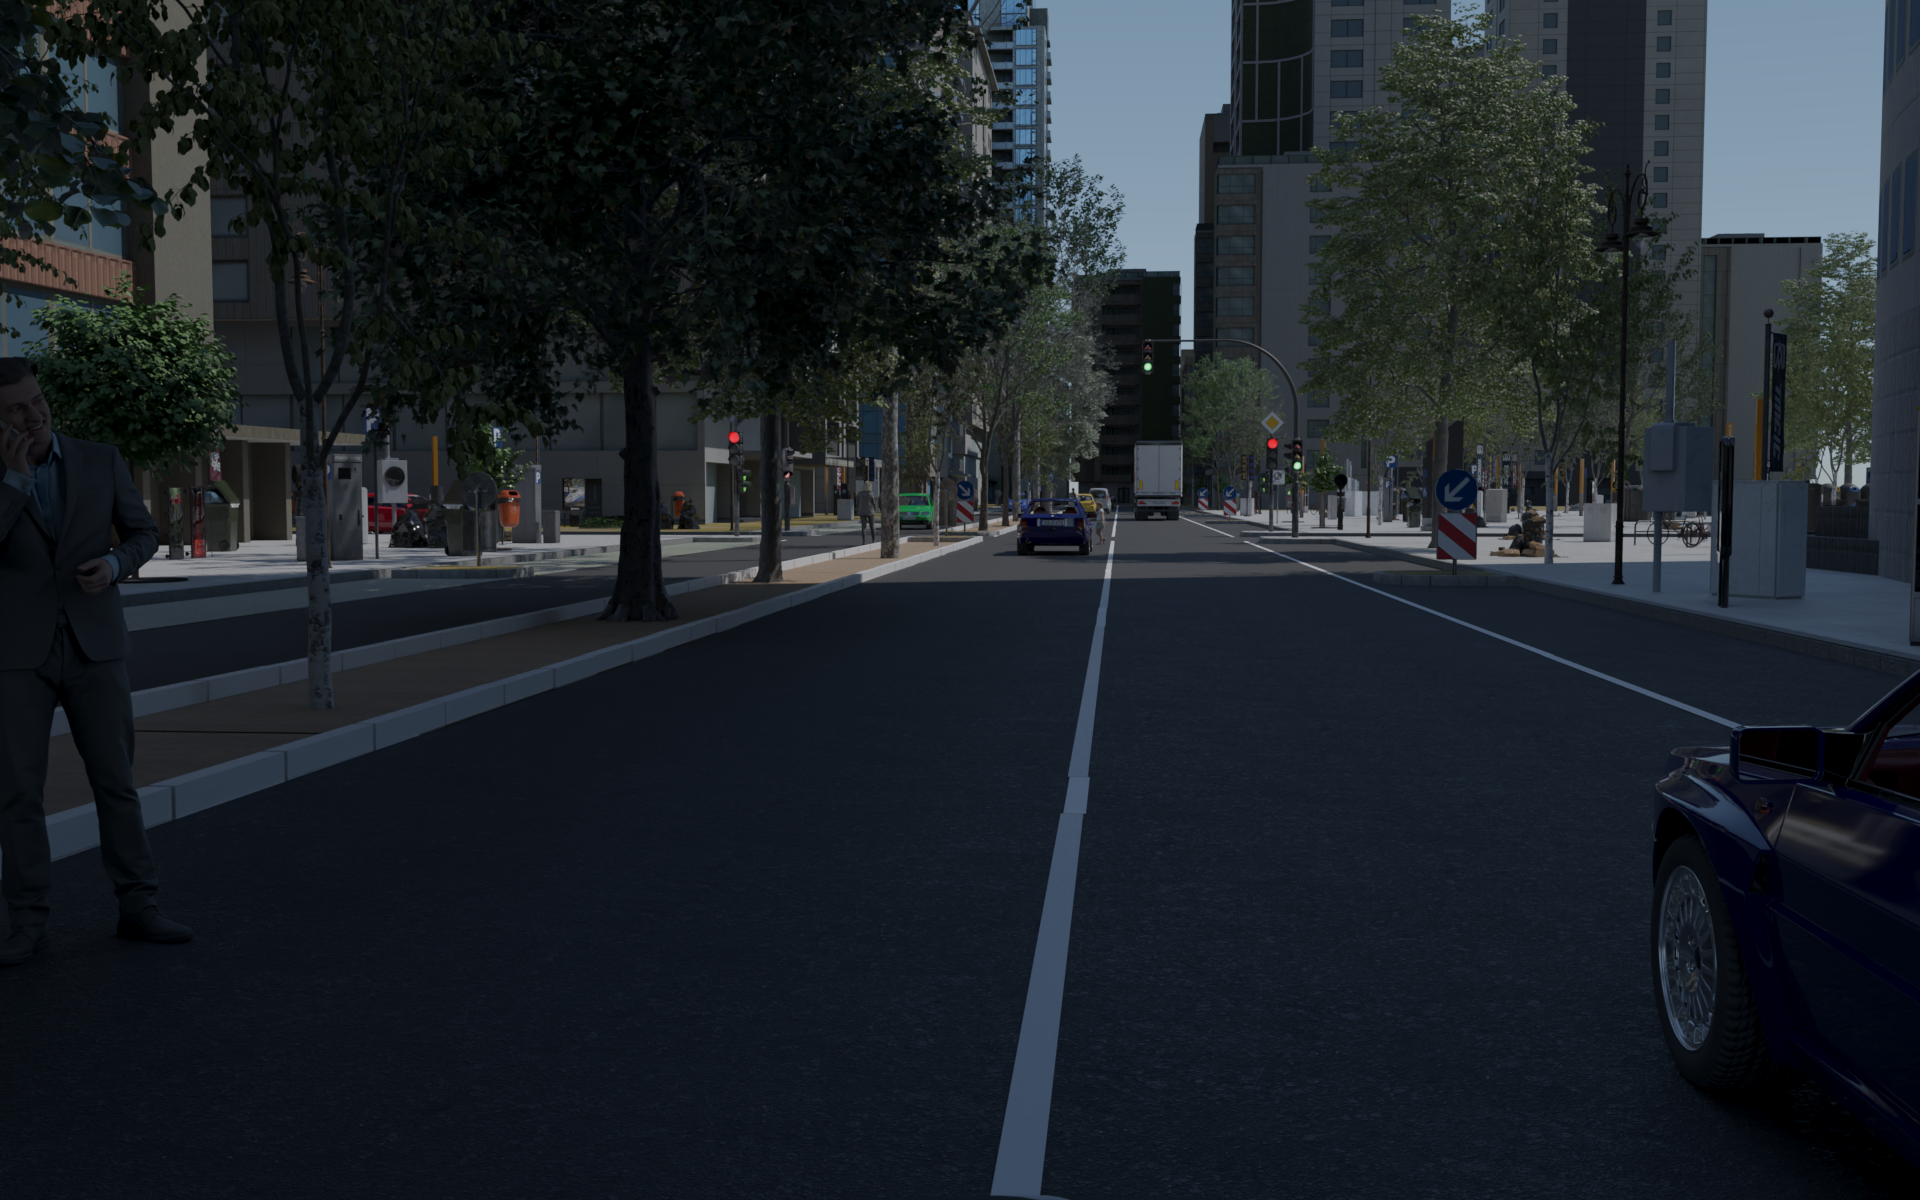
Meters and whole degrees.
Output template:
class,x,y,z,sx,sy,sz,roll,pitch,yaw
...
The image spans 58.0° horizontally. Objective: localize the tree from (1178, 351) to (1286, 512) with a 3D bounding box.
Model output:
class,x,y,z,sx,sy,sz,roll,pitch,yaw
tree,19.577,-12.176,124.839,9.928,11.665,9.643,0,3,0

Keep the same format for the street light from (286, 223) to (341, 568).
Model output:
class,x,y,z,sx,sy,sz,roll,pitch,yaw
street light,-10.934,-3.484,29.744,0.468,5.910,1.993,0,4,5

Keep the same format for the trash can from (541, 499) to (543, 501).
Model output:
class,x,y,z,sx,sy,sz,roll,pitch,yaw
trash can,-12.220,-2.300,49.254,0.748,1.137,0.748,0,3,0

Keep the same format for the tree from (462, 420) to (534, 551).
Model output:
class,x,y,z,sx,sy,sz,roll,pitch,yaw
tree,-10.698,-2.724,39.141,1.663,3.219,1.824,0,3,0

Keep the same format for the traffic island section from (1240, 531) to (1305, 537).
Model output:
class,x,y,z,sx,sy,sz,roll,pitch,yaw
traffic island section,10.585,-2.235,58.824,2.009,0.180,2.903,0,4,5

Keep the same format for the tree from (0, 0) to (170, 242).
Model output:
class,x,y,z,sx,sy,sz,roll,pitch,yaw
tree,-4.859,-5.773,3.495,9.857,13.997,8.962,0,3,0

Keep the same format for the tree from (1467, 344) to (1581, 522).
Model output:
class,x,y,z,sx,sy,sz,roll,pitch,yaw
tree,26.035,-7.923,79.906,4.360,8.622,3.978,0,3,0

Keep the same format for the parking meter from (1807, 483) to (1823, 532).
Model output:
class,x,y,z,sx,sy,sz,roll,pitch,yaw
parking meter,19.570,-1.915,39.722,0.372,1.533,0.369,0,3,0

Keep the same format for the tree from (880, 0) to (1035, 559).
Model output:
class,x,y,z,sx,sy,sz,roll,pitch,yaw
tree,-2.682,-11.032,38.726,12.611,20.169,13.585,0,3,0

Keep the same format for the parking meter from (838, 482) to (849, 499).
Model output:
class,x,y,z,sx,sy,sz,roll,pitch,yaw
parking meter,-5.703,-4.907,85.939,0.399,1.863,0.255,0,4,8

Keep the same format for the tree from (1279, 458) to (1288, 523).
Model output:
class,x,y,z,sx,sy,sz,roll,pitch,yaw
tree,15.189,-5.114,78.212,1.663,3.219,1.824,0,3,0

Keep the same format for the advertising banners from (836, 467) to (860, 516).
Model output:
class,x,y,z,sx,sy,sz,roll,pitch,yaw
advertising banners,-6.429,-6.324,99.588,0.090,3.025,2.074,3,5,41

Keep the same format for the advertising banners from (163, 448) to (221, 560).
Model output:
class,x,y,z,sx,sy,sz,roll,pitch,yaw
advertising banners,-15.216,-2.342,34.483,0.090,3.025,2.074,0,4,8

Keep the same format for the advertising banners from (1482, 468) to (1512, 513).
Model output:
class,x,y,z,sx,sy,sz,roll,pitch,yaw
advertising banners,35.517,-7.255,114.805,2.074,3.025,0.090,0,4,1

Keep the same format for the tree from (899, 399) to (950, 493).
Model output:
class,x,y,z,sx,sy,sz,roll,pitch,yaw
tree,-2.797,-10.860,127.931,4.737,8.622,4.395,0,3,0

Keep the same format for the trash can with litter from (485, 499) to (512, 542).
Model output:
class,x,y,z,sx,sy,sz,roll,pitch,yaw
trash can with litter,-12.368,-2.154,46.606,0.624,1.170,1.055,2,4,28

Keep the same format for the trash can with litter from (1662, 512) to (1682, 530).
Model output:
class,x,y,z,sx,sy,sz,roll,pitch,yaw
trash can with litter,25.619,-3.107,62.189,0.624,1.170,1.055,0,4,-6

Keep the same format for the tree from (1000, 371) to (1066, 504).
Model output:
class,x,y,z,sx,sy,sz,roll,pitch,yaw
tree,4.040,-8.985,99.731,4.737,8.622,4.395,0,3,0

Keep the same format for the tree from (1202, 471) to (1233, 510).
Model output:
class,x,y,z,sx,sy,sz,roll,pitch,yaw
tree,21.452,-9.062,142.757,1.663,3.219,1.824,0,3,0

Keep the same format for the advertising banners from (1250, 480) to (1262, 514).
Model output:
class,x,y,z,sx,sy,sz,roll,pitch,yaw
advertising banners,18.832,-6.978,110.279,0.090,3.025,2.074,-1,4,-10

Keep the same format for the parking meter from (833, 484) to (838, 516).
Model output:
class,x,y,z,sx,sy,sz,roll,pitch,yaw
parking meter,-7.338,-5.969,103.304,0.399,1.863,0.255,1,4,15

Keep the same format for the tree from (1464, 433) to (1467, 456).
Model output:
class,x,y,z,sx,sy,sz,roll,pitch,yaw
tree,24.899,-8.674,92.188,4.360,8.622,3.978,0,3,0

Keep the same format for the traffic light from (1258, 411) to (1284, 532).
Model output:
class,x,y,z,sx,sy,sz,roll,pitch,yaw
traffic light,10.546,-4.269,58.713,0.839,4.253,0.868,0,4,5

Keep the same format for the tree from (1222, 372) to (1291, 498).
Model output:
class,x,y,z,sx,sy,sz,roll,pitch,yaw
tree,17.826,-9.488,105.494,4.360,8.622,3.978,0,3,0

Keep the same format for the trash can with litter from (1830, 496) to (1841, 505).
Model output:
class,x,y,z,sx,sy,sz,roll,pitch,yaw
trash can with litter,31.873,-3.169,62.871,1.678,1.210,2.233,0,4,-5

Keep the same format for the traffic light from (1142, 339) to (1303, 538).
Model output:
class,x,y,z,sx,sy,sz,roll,pitch,yaw
traffic light,7.723,-4.657,50.812,4.771,5.953,1.251,0,4,5

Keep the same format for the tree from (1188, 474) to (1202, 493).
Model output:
class,x,y,z,sx,sy,sz,roll,pitch,yaw
tree,23.113,-10.507,166.387,1.663,3.219,1.824,0,3,0

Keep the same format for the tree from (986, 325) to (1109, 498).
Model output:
class,x,y,z,sx,sy,sz,roll,pitch,yaw
tree,5.860,-12.871,119.555,9.857,13.997,8.962,0,3,0

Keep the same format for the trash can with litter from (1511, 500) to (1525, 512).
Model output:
class,x,y,z,sx,sy,sz,roll,pitch,yaw
trash can with litter,40.439,-6.993,125.727,1.055,1.170,0.624,2,4,26

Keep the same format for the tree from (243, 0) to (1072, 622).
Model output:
class,x,y,z,sx,sy,sz,roll,pitch,yaw
tree,-3.622,-6.117,19.476,9.611,12.733,9.660,0,3,0

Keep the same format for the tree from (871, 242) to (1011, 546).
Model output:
class,x,y,z,sx,sy,sz,roll,pitch,yaw
tree,-0.642,-5.791,47.497,4.360,8.622,3.978,0,3,0

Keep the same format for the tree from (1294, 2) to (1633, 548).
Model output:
class,x,y,z,sx,sy,sz,roll,pitch,yaw
tree,11.761,-7.493,40.631,7.486,12.596,7.792,0,3,0

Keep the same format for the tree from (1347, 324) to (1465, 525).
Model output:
class,x,y,z,sx,sy,sz,roll,pitch,yaw
tree,17.473,-7.377,70.983,4.360,8.622,3.978,0,3,0

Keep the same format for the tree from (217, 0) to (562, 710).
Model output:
class,x,y,z,sx,sy,sz,roll,pitch,yaw
tree,-4.230,-3.559,11.014,4.737,8.622,4.395,0,3,0

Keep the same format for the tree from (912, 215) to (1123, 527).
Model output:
class,x,y,z,sx,sy,sz,roll,pitch,yaw
tree,2.033,-9.976,75.929,12.009,13.543,11.850,0,3,0

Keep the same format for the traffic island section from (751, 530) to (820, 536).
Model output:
class,x,y,z,sx,sy,sz,roll,pitch,yaw
traffic island section,-6.036,-2.329,60.353,2.009,0.180,2.903,0,4,5

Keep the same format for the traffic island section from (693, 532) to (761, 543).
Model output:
class,x,y,z,sx,sy,sz,roll,pitch,yaw
traffic island section,-6.768,-1.842,52.401,2.009,0.180,2.903,0,4,5

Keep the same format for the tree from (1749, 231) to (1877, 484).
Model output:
class,x,y,z,sx,sy,sz,roll,pitch,yaw
tree,38.670,-9.625,75.503,7.486,12.596,7.792,0,3,0

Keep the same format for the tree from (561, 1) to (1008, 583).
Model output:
class,x,y,z,sx,sy,sz,roll,pitch,yaw
tree,-3.142,-6.576,28.105,7.486,12.596,7.792,0,3,0

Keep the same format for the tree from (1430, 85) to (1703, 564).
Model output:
class,x,y,z,sx,sy,sz,roll,pitch,yaw
tree,10.906,-4.965,31.535,4.737,8.622,4.395,0,3,0

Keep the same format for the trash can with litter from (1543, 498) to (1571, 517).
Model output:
class,x,y,z,sx,sy,sz,roll,pitch,yaw
trash can with litter,33.807,-5.359,98.672,1.678,1.210,2.233,1,4,12

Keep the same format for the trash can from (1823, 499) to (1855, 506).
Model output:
class,x,y,z,sx,sy,sz,roll,pitch,yaw
trash can,20.847,-1.825,41.492,0.748,1.137,0.748,0,3,0

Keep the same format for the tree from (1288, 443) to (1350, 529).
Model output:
class,x,y,z,sx,sy,sz,roll,pitch,yaw
tree,13.502,-4.279,64.564,1.663,3.219,1.824,0,3,0

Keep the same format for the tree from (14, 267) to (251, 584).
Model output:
class,x,y,z,sx,sy,sz,roll,pitch,yaw
tree,-12.163,-2.548,25.376,4.285,4.588,4.351,0,3,0

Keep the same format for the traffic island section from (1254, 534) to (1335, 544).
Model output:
class,x,y,z,sx,sy,sz,roll,pitch,yaw
traffic island section,9.853,-1.749,50.872,2.009,0.180,2.903,0,4,5

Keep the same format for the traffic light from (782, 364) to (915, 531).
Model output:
class,x,y,z,sx,sy,sz,roll,pitch,yaw
traffic light,-3.906,-5.223,60.058,4.771,5.953,1.251,0,4,5

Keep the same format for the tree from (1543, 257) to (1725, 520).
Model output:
class,x,y,z,sx,sy,sz,roll,pitch,yaw
tree,26.519,-8.195,68.395,7.601,10.594,8.767,2,4,31

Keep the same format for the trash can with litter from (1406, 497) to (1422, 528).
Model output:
class,x,y,z,sx,sy,sz,roll,pitch,yaw
trash can with litter,17.234,-3.344,66.065,0.624,1.170,1.055,0,4,2

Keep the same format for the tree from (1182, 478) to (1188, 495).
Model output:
class,x,y,z,sx,sy,sz,roll,pitch,yaw
tree,25.821,-12.649,201.418,1.663,3.219,1.824,0,3,0

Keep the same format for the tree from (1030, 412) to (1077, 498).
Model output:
class,x,y,z,sx,sy,sz,roll,pitch,yaw
tree,6.639,-10.645,126.872,4.360,8.622,3.978,0,3,0

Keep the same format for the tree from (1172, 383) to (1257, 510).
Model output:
class,x,y,z,sx,sy,sz,roll,pitch,yaw
tree,20.082,-12.363,136.541,7.601,10.594,8.767,0,4,-5

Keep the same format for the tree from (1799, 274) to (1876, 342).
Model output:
class,x,y,z,sx,sy,sz,roll,pitch,yaw
tree,29.745,-6.642,58.951,4.737,8.622,4.395,0,3,0

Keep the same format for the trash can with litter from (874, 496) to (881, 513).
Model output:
class,x,y,z,sx,sy,sz,roll,pitch,yaw
trash can with litter,-4.964,-6.363,115.088,2.233,1.210,1.678,2,4,33

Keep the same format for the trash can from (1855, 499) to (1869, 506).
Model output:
class,x,y,z,sx,sy,sz,roll,pitch,yaw
trash can,26.010,-2.323,49.637,0.748,1.137,0.748,0,3,0

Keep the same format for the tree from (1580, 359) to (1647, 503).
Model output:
class,x,y,z,sx,sy,sz,roll,pitch,yaw
tree,33.097,-8.521,89.676,4.360,8.622,3.978,0,3,0

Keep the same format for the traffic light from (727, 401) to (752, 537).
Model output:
class,x,y,z,sx,sy,sz,roll,pitch,yaw
traffic light,-6.729,-3.874,52.263,0.839,4.253,0.868,0,4,5

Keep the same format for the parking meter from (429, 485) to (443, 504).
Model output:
class,x,y,z,sx,sy,sz,roll,pitch,yaw
parking meter,-15.215,-2.565,50.344,0.372,1.533,0.369,0,3,0

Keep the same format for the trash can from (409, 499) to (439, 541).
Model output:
class,x,y,z,sx,sy,sz,roll,pitch,yaw
trash can,-14.250,-2.106,46.081,0.748,1.137,0.748,0,3,0

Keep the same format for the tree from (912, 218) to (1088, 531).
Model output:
class,x,y,z,sx,sy,sz,roll,pitch,yaw
tree,0.970,-8.335,64.485,9.928,11.665,9.643,0,3,0
